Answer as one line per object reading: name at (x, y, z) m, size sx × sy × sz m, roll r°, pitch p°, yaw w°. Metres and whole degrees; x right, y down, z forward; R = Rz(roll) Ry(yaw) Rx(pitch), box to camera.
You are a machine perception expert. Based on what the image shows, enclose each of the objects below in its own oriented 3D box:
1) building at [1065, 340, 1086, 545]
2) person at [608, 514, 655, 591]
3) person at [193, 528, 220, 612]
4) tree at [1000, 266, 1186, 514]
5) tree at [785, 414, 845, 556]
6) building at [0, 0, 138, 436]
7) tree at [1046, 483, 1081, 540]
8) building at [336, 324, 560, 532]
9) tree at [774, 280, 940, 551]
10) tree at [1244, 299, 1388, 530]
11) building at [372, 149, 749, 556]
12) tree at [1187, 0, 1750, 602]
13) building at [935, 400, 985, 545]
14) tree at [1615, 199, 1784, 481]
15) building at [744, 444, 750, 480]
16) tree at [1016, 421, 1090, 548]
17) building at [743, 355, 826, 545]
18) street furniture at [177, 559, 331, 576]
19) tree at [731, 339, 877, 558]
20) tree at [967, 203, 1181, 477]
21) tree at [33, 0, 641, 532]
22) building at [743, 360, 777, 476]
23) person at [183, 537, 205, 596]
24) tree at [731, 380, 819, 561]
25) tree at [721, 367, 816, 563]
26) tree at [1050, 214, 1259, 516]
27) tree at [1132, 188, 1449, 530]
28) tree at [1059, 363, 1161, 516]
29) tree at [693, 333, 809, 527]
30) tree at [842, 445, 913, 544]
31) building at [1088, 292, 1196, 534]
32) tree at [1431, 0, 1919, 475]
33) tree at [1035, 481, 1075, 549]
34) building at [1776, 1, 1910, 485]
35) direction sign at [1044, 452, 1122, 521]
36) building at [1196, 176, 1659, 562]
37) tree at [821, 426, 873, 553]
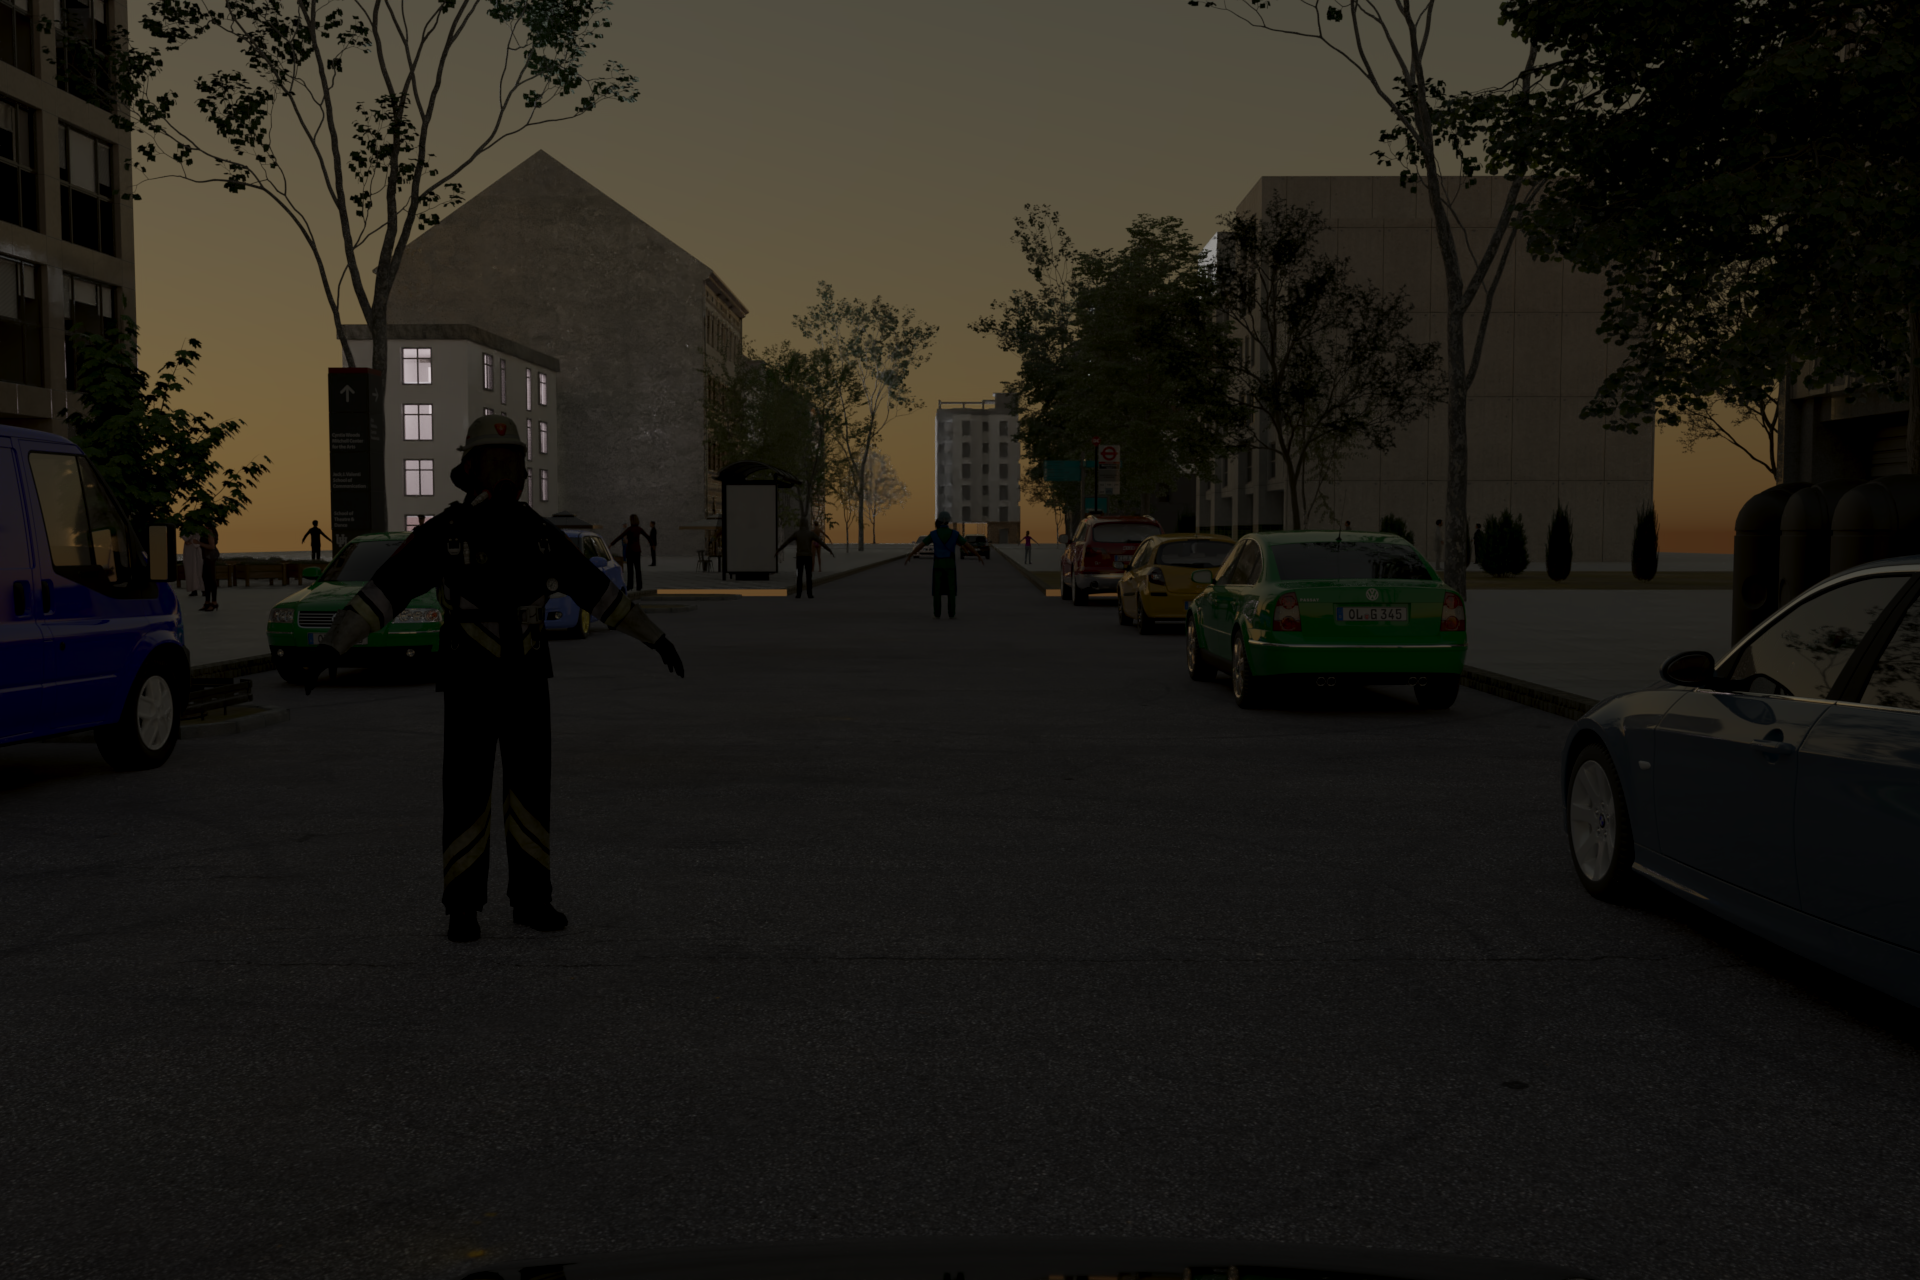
building at (25.926, -21.707, 198.890) m, size 27.936 × 21.610 × 32.646 m, roll 0°, pitch 4°, yaw 1°
person at (-7.396, -1.973, 39.059) m, size 1.215 × 1.729 × 0.721 m, roll -3°, pitch 5°, yaw -42°
person at (-12.542, -1.300, 28.762) m, size 0.593 × 1.643 × 0.415 m, roll 2°, pitch 4°, yaw 27°
tree at (6.698, -10.833, 83.771) m, size 9.857 × 13.997 × 8.962 m, roll 0°, pitch 3°, yaw 0°
tree at (-8.518, -9.214, 101.010) m, size 4.737 × 8.622 × 4.395 m, roll 0°, pitch 3°, yaw 0°
building at (-31.884, -13.823, 29.202) m, size 19.351 × 26.588 × 34.151 m, roll 0°, pitch 4°, yaw 1°
tree at (7.553, -10.180, 116.806) m, size 4.360 × 8.622 × 3.978 m, roll 0°, pitch 3°, yaw 0°
building at (-23.773, -8.642, 83.439) m, size 9.099 × 9.664 × 28.070 m, roll 0°, pitch 4°, yaw 1°
tree at (-7.952, -16.722, 129.298) m, size 12.611 × 20.169 × 13.585 m, roll 0°, pitch 3°, yaw 0°
tree at (10.501, -6.311, 53.543) m, size 4.360 × 8.622 × 3.978 m, roll 0°, pitch 3°, yaw 0°
building at (-23.959, -16.977, 108.499) m, size 19.493 × 23.208 × 18.063 m, roll 0°, pitch 4°, yaw 0°
tree at (9.668, -10.700, 30.837) m, size 12.611 × 20.169 × 13.585 m, roll 0°, pitch 3°, yaw 0°
building at (-3.006, -23.028, 235.382) m, size 11.380 × 20.090 × 16.016 m, roll 0°, pitch 4°, yaw -2°
tree at (25.368, -8.715, 52.867) m, size 12.009 × 13.543 × 11.850 m, roll 0°, pitch 3°, yaw 0°
building at (-24.078, -13.619, 164.820) m, size 9.099 × 9.664 × 28.070 m, roll 0°, pitch 3°, yaw 0°
tree at (7.644, -11.852, 128.199) m, size 7.601 × 10.594 × 8.767 m, roll 0°, pitch 4°, yaw 1°
building at (-26.619, -23.294, 211.781) m, size 19.493 × 23.208 × 18.063 m, roll 0°, pitch 4°, yaw 1°
street furniture at (-21.802, -2.375, 54.459) m, size 10.072 × 0.657 × 5.734 m, roll -1°, pitch 4°, yaw -8°
tree at (-8.260, -10.151, 91.718) m, size 9.928 × 11.665 × 9.643 m, roll 0°, pitch 3°, yaw 0°
tree at (5.821, -15.015, 101.386) m, size 12.611 × 20.169 × 13.585 m, roll 0°, pitch 3°, yaw 0°
tree at (-12.577, -11.081, 37.059) m, size 12.611 × 20.169 × 13.585 m, roll 0°, pitch 3°, yaw 0°
building at (-26.316, -20.367, 189.414) m, size 16.016 × 20.090 × 11.380 m, roll 0°, pitch 4°, yaw 0°
person at (-15.765, -1.769, 35.642) m, size 0.551 × 1.740 × 0.621 m, roll -2°, pitch 4°, yaw -32°
tree at (-8.522, -8.043, 81.867) m, size 4.737 × 8.622 × 4.395 m, roll 0°, pitch 3°, yaw 0°
tree at (-8.076, -7.666, 75.707) m, size 4.737 × 8.622 × 4.395 m, roll 0°, pitch 3°, yaw 0°
tree at (6.884, -8.771, 61.540) m, size 7.486 × 12.596 × 7.792 m, roll 0°, pitch 3°, yaw 0°
tree at (9.027, -6.836, 46.183) m, size 8.767 × 10.594 × 7.601 m, roll 0°, pitch 4°, yaw -4°
tree at (6.808, -7.421, 71.702) m, size 4.360 × 8.622 × 3.978 m, roll 0°, pitch 3°, yaw 0°
tree at (-7.894, -6.923, 63.560) m, size 4.737 × 8.622 × 4.395 m, roll 0°, pitch 3°, yaw 0°
tree at (-11.584, -19.586, 230.602) m, size 12.009 × 13.543 × 11.850 m, roll 0°, pitch 3°, yaw 0°
building at (25.613, -19.486, 162.569) m, size 27.936 × 21.610 × 32.646 m, roll 0°, pitch 4°, yaw 1°
tree at (8.975, -6.666, 15.650) m, size 9.857 × 13.997 × 8.962 m, roll 0°, pitch 3°, yaw 0°
tree at (8.307, -11.931, 145.432) m, size 4.360 × 8.622 × 3.978 m, roll 0°, pitch 3°, yaw 0°
building at (25.965, -13.140, 32.100) m, size 12.078 × 24.872 × 19.932 m, roll 0°, pitch 4°, yaw 1°
direction sign at (3.979, -4.089, 55.622) m, size 2.525 × 3.948 × 1.411 m, roll 0°, pitch 3°, yaw 0°
building at (23.315, -13.933, 94.258) m, size 16.747 × 18.905 × 31.486 m, roll 0°, pitch 4°, yaw 0°
tree at (-7.634, -10.258, 118.076) m, size 4.360 × 8.622 × 3.978 m, roll 0°, pitch 3°, yaw 0°
